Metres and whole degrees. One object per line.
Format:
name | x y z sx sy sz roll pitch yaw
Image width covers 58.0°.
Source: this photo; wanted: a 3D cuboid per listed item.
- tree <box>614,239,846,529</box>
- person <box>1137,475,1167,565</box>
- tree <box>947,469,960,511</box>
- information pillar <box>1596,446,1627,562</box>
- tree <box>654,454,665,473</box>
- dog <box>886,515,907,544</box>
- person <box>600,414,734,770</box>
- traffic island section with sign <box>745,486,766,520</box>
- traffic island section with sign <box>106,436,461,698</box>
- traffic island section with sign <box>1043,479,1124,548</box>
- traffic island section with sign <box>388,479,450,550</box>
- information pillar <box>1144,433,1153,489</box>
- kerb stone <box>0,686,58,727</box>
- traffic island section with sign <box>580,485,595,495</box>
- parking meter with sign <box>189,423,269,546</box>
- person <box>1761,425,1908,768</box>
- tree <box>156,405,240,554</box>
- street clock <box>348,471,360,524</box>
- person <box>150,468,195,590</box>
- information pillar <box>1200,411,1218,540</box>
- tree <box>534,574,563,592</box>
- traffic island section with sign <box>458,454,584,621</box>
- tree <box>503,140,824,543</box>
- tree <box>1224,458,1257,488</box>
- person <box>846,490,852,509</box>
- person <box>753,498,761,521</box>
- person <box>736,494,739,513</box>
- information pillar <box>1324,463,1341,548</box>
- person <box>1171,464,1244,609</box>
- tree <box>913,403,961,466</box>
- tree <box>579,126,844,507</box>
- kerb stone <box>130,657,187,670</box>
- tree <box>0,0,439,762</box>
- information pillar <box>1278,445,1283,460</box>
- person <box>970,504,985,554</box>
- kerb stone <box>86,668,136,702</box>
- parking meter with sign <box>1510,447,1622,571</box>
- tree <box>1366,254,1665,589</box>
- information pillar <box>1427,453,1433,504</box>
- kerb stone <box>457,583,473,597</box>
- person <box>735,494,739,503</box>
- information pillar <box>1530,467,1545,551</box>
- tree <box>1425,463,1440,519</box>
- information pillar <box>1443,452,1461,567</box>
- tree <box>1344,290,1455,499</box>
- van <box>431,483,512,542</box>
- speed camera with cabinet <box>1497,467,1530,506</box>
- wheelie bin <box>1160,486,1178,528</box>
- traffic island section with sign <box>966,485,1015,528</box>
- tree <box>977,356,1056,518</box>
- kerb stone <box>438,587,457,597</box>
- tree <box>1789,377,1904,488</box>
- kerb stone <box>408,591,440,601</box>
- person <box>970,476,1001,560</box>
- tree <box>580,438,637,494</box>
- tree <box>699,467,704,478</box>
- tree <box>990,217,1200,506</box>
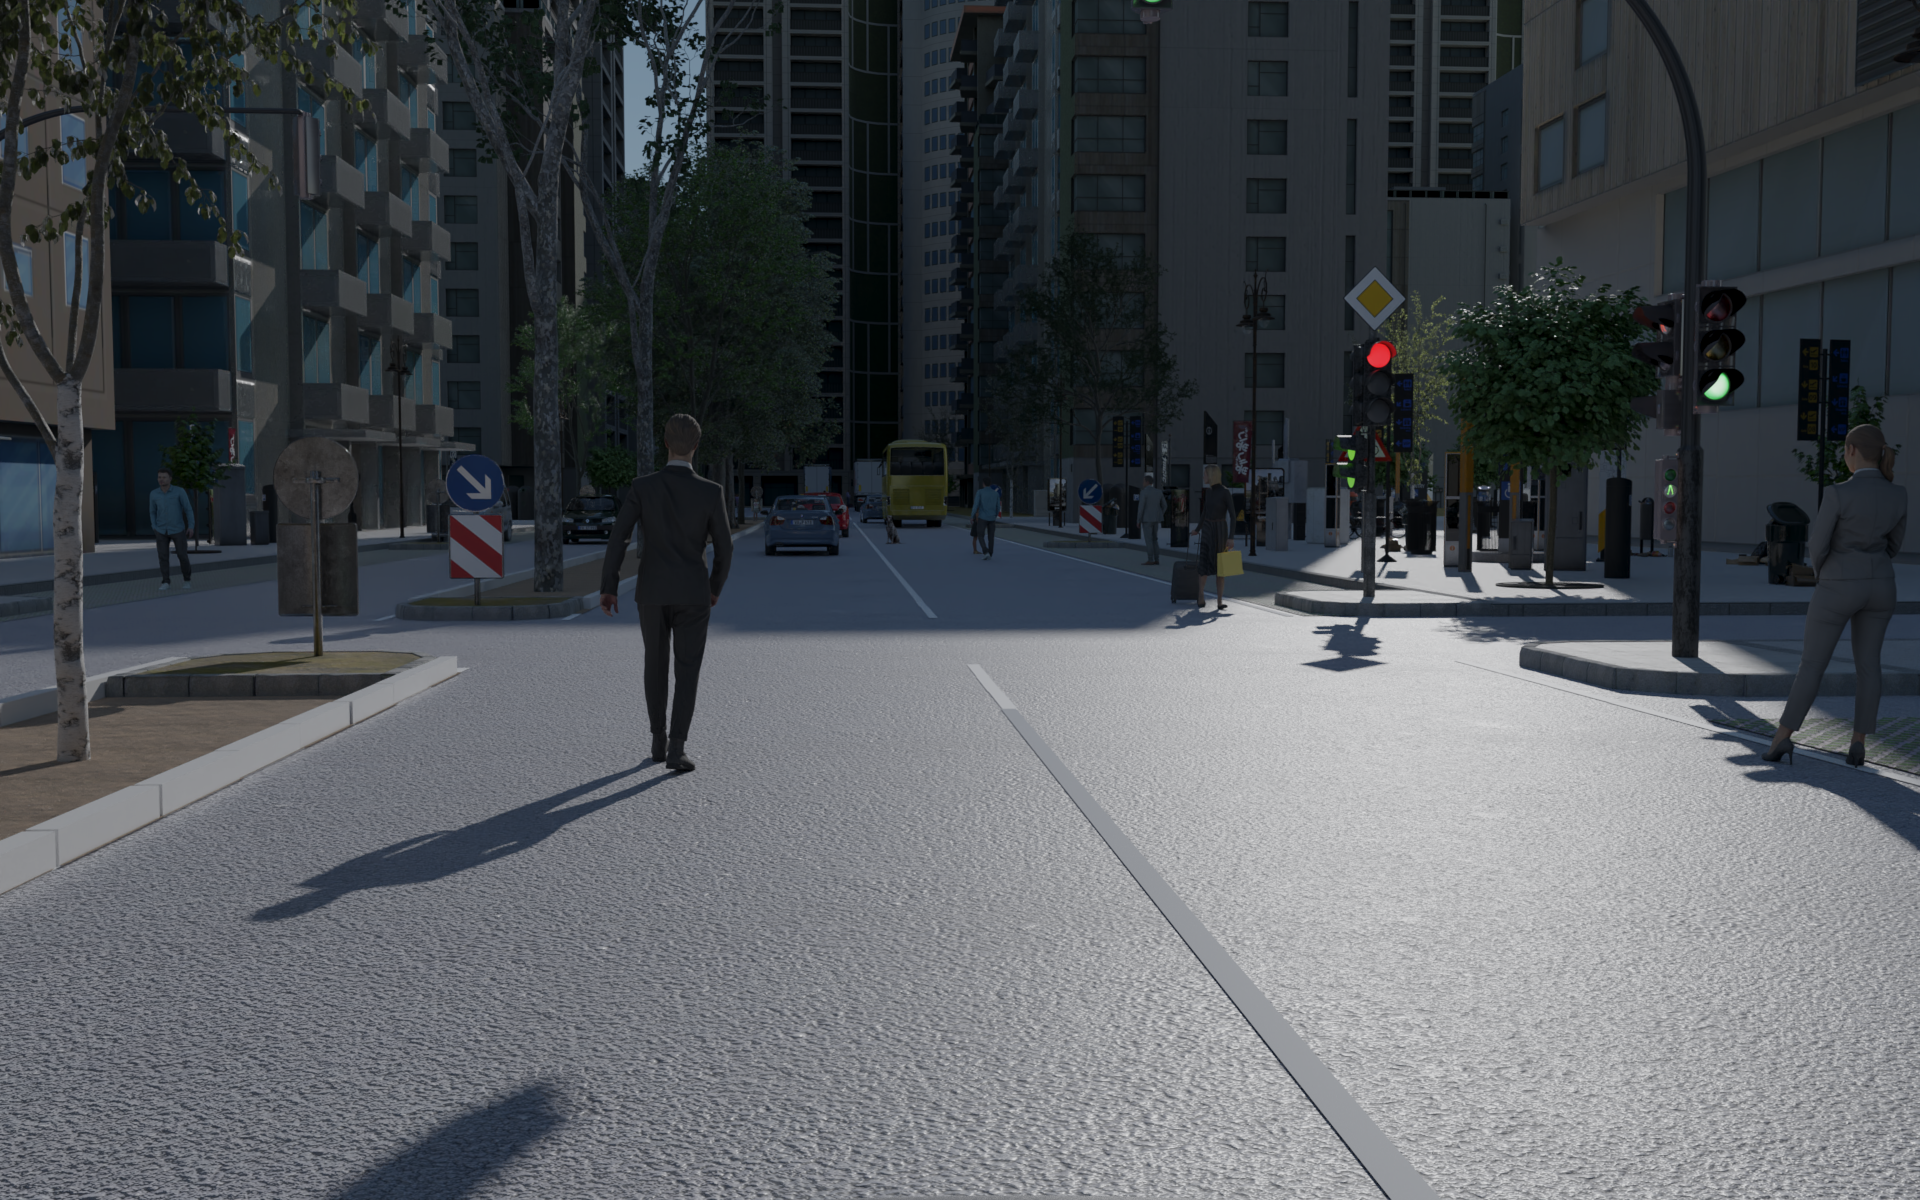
tree | -9.509 -9.271 71.045 9.611 12.733 9.660 0 3 0
person | 3.835 -1.601 34.783 0.635 1.810 0.391 -3 5 -41
tree | -0.786 -8.371 131.468 1.663 3.219 1.824 0 3 0
information pillar | 12.297 -2.526 32.653 0.504 3.616 0.183 1 4 19
tree | -21.564 -8.166 117.222 4.285 4.588 4.351 0 3 0
dog | -1.825 -2.021 49.884 0.800 0.831 0.513 -1 4 -22
person | -1.512 -0.051 9.115 0.659 1.850 0.755 0 4 -2
traffic island section with sign | -11.229 -5.339 95.431 2.006 1.907 1.989 0 4 -4
traffic island section with sign | -5.053 -0.305 13.116 2.006 1.907 1.989 0 4 -4
traffic island section with sign | 3.272 -2.313 46.441 1.989 1.847 2.006 0 4 -4
traffic island section with sign | -13.652 -2.232 45.119 1.989 1.847 2.006 0 4 -4
information pillar | 7.299 -4.629 67.037 0.183 3.616 0.504 3 5 41
kerb stone | -5.962 0.680 11.084 0.120 0.150 1.000 0 4 -4
traffic island section with sign | -15.768 -3.959 73.353 1.989 1.847 2.006 0 4 -4
parking meter with sign | -18.148 -2.862 43.060 1.738 3.016 0.543 -3 5 -43
person | 4.621 -0.022 9.140 0.520 1.790 0.573 -1 4 -23
tree | -16.497 -2.631 37.620 1.663 3.219 1.824 0 3 0
street clock | -17.372 -2.747 49.487 0.471 2.002 0.358 2 4 27
person | -11.773 -1.065 25.924 0.660 1.820 0.620 -1 4 -8
information pillar | 7.036 -3.512 48.780 0.504 3.616 0.183 -3 4 -36
tree | -7.290 -10.222 25.480 12.611 20.169 13.585 0 3 0
traffic island section with sign | -5.597 -0.756 20.503 2.006 1.907 1.989 0 4 -4
tree | -7.705 -7.464 50.243 9.928 11.665 9.643 0 3 0
tree | 12.054 -4.885 74.469 1.663 3.219 1.824 0 3 0
person | -10.910 -9.932 170.754 0.599 1.838 0.709 -1 4 -14
person | -10.590 -4.705 90.448 0.505 1.210 0.382 1 4 16
person | -16.759 -7.236 130.032 0.599 1.433 0.991 0 4 -4
information pillar | 8.937 -2.266 41.537 0.304 2.012 0.304 2 4 29
person | 3.142 -0.813 22.016 0.699 1.804 1.509 0 4 -2
tree | -1.779 -11.601 140.031 4.360 8.622 3.978 0 3 0
tree | -8.594 -9.288 60.977 9.857 13.997 8.962 0 3 0
kerb stone | -6.104 0.555 13.125 0.120 0.150 1.000 0 4 -4
tree | -4.782 -3.452 9.253 4.360 8.622 3.978 0 3 0
information pillar | 13.956 -5.101 74.758 0.504 3.616 0.183 0 4 6
person | 0.425 -1.725 41.373 0.373 1.253 0.362 0 4 -6
kerb stone | -6.038 0.617 12.103 0.120 0.150 1.000 0 4 -4
parking meter with sign | 10.162 -2.004 29.031 1.738 3.016 0.543 1 4 21
tree | 8.108 -2.455 23.858 4.285 4.588 4.351 0 3 0
information pillar | 26.651 -6.538 98.248 0.504 3.616 0.183 -3 5 -39
kerb stone | -6.910 -0.101 23.855 0.120 0.150 1.000 0 4 -4
person | -15.098 -6.492 117.882 0.697 1.427 0.421 0 4 7
information pillar | 13.047 -2.111 39.010 0.304 2.012 0.304 -2 4 -23
tree | 23.592 -5.715 88.039 1.663 3.219 1.824 0 3 0
information pillar | 8.648 -1.583 30.373 0.304 2.012 0.304 1 4 16
tree | 15.981 -6.816 61.810 4.360 8.622 3.978 0 3 0
van | -14.271 -2.670 50.674 2.013 2.044 4.112 0 4 -3
speed camera with cabinet | 17.751 -3.666 54.278 2.038 3.252 0.660 -2 4 -32
wheelie bin | 7.928 -3.502 65.171 0.980 1.594 0.693 3 5 39
traffic island section with sign | 1.261 -3.957 73.321 1.989 1.847 2.006 0 4 -4
tree | 2.968 -8.682 92.310 4.360 8.622 3.978 0 3 0
kerb stone | -6.831 -0.039 22.825 0.120 0.150 1.000 0 4 -4
tree | 14.596 -2.045 28.032 1.663 3.219 1.824 0 3 0
kerb stone | -6.760 0.024 21.803 0.120 0.150 1.000 0 4 -4
person | 0.584 -1.787 37.743 0.660 1.820 0.620 -2 4 -26
tree | -20.385 -7.161 100.788 4.285 4.588 4.351 0 3 0
tree | -25.557 -10.969 163.059 4.285 4.588 4.351 0 3 0
tree | 4.521 -7.621 59.009 7.601 10.594 8.767 0 4 -4
